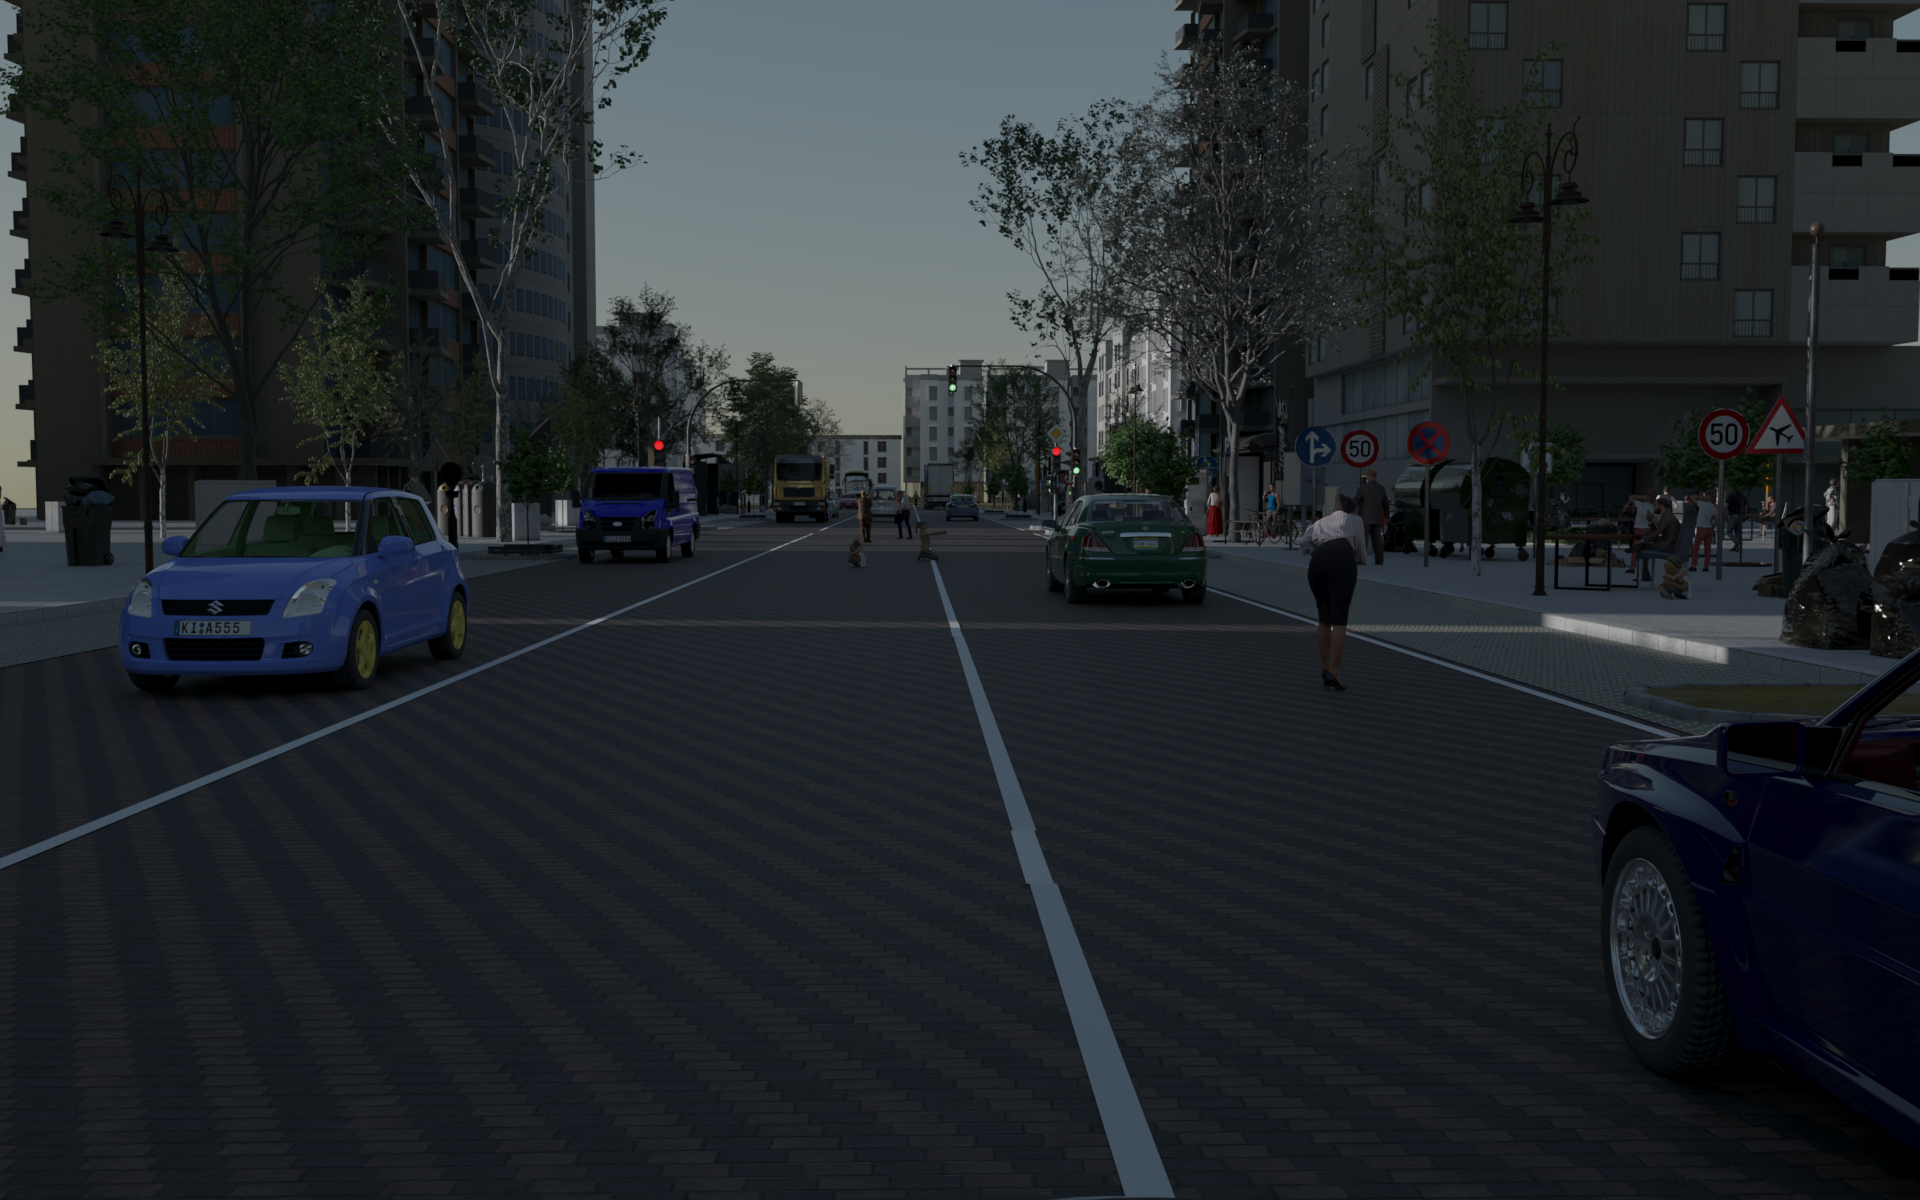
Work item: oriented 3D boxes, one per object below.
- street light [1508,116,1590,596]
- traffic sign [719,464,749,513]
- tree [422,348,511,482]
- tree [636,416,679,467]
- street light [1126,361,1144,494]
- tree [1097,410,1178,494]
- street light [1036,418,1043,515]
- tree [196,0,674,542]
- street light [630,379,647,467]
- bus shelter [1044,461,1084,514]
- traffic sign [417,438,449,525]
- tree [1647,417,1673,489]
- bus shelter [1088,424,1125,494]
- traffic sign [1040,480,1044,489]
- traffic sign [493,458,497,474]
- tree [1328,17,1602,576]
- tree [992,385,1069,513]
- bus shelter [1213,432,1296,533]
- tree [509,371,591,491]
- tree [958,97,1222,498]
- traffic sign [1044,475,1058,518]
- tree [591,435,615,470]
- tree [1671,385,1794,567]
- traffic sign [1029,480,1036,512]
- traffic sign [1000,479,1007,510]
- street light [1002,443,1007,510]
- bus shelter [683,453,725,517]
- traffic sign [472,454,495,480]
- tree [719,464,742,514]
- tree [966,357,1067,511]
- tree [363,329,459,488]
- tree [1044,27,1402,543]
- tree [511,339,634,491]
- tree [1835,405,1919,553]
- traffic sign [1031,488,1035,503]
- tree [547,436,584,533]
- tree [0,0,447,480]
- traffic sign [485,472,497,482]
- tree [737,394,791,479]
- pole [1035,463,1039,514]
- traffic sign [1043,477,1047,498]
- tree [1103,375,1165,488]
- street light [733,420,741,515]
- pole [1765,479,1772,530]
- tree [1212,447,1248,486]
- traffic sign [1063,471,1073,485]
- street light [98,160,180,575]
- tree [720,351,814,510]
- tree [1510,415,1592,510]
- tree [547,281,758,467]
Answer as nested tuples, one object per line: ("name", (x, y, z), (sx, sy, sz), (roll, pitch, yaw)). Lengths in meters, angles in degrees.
("street light", (7.335, -2.994, 21.740), (0.468, 5.910, 1.993), (0, 4, -2))
("traffic sign", (-15.242, -7.467, 115.966), (2.265, 3.308, 0.079), (0, 4, 2))
("tree", (-24.616, -8.321, 86.413), (4.737, 8.622, 4.395), (0, 3, 0))
("tree", (-24.485, -11.425, 137.163), (4.360, 8.622, 3.978), (0, 3, 0))
("street light", (6.088, -5.349, 60.251), (0.468, 5.910, 1.993), (0, 4, -2))
("tree", (7.087, -5.169, 68.221), (4.285, 4.588, 4.351), (0, 3, 0))
("street light", (4.809, -8.082, 104.922), (0.468, 5.910, 1.993), (0, 4, -2))
("tree", (-13.414, -11.674, 46.762), (12.611, 20.169, 13.585), (0, 3, 0))
("street light", (-12.871, -5.913, 69.471), (0.468, 5.910, 1.993), (0, 4, -2))
("bus shelter", (6.483, -7.020, 108.696), (2.014, 3.302, 5.546), (0, 4, -2))
("traffic sign", (-12.164, -2.457, 40.178), (0.884, 2.594, 0.081), (0, 4, 5))
("tree", (15.133, -2.499, 35.460), (1.663, 3.219, 1.824), (0, 3, 0))
("bus shelter", (8.455, -7.327, 97.427), (2.179, 5.291, 8.768), (0, 4, -2))
("traffic sign", (5.866, -7.291, 121.344), (0.606, 2.300, 0.079), (0, 4, 6))
("traffic sign", (-14.293, -3.324, 54.448), (0.768, 2.556, 0.104), (0, 3, 0))
("tree", (7.944, -4.669, 26.703), (4.737, 8.622, 4.395), (0, 3, 0))
("tree", (5.479, -10.157, 116.431), (4.737, 8.622, 4.395), (0, 3, 0))
("bus shelter", (10.153, -4.009, 59.478), (2.014, 3.302, 5.546), (0, 4, -2))
("tree", (-24.884, -9.316, 102.672), (4.360, 8.622, 3.978), (0, 3, 0))
("tree", (6.941, -13.765, 80.940), (12.611, 20.169, 13.585), (0, 3, 0))
("traffic sign", (4.850, -5.437, 91.020), (0.606, 2.300, 0.079), (0, 4, -1))
("tree", (-25.368, -10.339, 119.409), (4.360, 8.622, 3.978), (0, 3, 0))
("tree", (14.018, -2.210, 30.742), (1.663, 3.219, 1.824), (0, 3, 0))
("traffic sign", (5.226, -7.466, 124.203), (0.606, 2.300, 0.079), (0, 4, 5))
("traffic sign", (3.588, -8.511, 139.258), (0.768, 2.556, 0.104), (0, 4, 1))
("street light", (3.731, -10.450, 143.651), (0.468, 5.910, 1.993), (0, 4, -2))
("bus shelter", (-14.928, -6.720, 101.153), (1.731, 3.624, 6.357), (0, 4, -2))
("traffic sign", (-15.213, -3.379, 55.359), (0.768, 2.556, 0.104), (0, 4, 0))
("tree", (-14.768, -7.160, 111.671), (1.663, 3.219, 1.824), (0, 3, 0))
("tree", (4.289, -12.565, 131.194), (9.928, 11.665, 9.643), (0, 3, 0))
("tree", (-24.240, -7.711, 76.441), (4.360, 8.622, 3.978), (0, 3, 0))
("tree", (7.237, -8.283, 45.794), (12.009, 13.543, 11.850), (0, 3, 0))
("tree", (-18.288, -8.123, 83.181), (4.737, 8.622, 4.395), (0, 3, 0))
("tree", (19.923, -2.634, 37.668), (1.663, 3.219, 1.824), (0, 3, 0))
("traffic sign", (6.161, -8.642, 143.425), (0.606, 2.300, 0.079), (0, 4, 2))
("tree", (-13.417, -3.868, 57.849), (1.663, 3.219, 1.824), (0, 3, 0))
("tree", (-12.810, -6.426, 30.822), (9.928, 11.665, 9.643), (0, 3, 0))
("traffic sign", (-16.415, -3.600, 60.983), (0.606, 2.300, 0.079), (0, 4, 4))
("tree", (-14.665, -10.874, 128.152), (4.360, 8.622, 3.978), (0, 3, 0))
("pole", (5.011, -7.265, 112.630), (0.158, 3.312, 0.155), (0, 3, 0))
("traffic sign", (6.247, -7.615, 124.604), (0.768, 2.556, 0.104), (0, 4, -1))
("tree", (10.710, -9.671, 108.484), (4.737, 8.622, 4.395), (0, 3, 0))
("street light", (-13.967, -8.301, 108.501), (0.468, 5.910, 1.993), (0, 4, -2))
("pole", (29.264, -4.207, 62.620), (0.158, 3.312, 0.155), (0, 3, 0))
("tree", (16.384, -7.279, 102.731), (4.285, 4.588, 4.351), (0, 3, 0))
("traffic sign", (5.974, -5.769, 94.435), (0.768, 2.556, 0.104), (0, 4, 1))
("street light", (-11.529, -3.161, 24.471), (0.468, 5.910, 1.993), (0, 4, -2))
("tree", (-15.509, -13.465, 138.276), (7.486, 12.596, 7.792), (0, 3, 0))
("tree", (24.494, -5.388, 71.801), (4.285, 4.588, 4.351), (0, 3, 0))
("tree", (-13.064, -8.638, 75.643), (8.767, 10.594, 7.601), (-1, 4, -19))
